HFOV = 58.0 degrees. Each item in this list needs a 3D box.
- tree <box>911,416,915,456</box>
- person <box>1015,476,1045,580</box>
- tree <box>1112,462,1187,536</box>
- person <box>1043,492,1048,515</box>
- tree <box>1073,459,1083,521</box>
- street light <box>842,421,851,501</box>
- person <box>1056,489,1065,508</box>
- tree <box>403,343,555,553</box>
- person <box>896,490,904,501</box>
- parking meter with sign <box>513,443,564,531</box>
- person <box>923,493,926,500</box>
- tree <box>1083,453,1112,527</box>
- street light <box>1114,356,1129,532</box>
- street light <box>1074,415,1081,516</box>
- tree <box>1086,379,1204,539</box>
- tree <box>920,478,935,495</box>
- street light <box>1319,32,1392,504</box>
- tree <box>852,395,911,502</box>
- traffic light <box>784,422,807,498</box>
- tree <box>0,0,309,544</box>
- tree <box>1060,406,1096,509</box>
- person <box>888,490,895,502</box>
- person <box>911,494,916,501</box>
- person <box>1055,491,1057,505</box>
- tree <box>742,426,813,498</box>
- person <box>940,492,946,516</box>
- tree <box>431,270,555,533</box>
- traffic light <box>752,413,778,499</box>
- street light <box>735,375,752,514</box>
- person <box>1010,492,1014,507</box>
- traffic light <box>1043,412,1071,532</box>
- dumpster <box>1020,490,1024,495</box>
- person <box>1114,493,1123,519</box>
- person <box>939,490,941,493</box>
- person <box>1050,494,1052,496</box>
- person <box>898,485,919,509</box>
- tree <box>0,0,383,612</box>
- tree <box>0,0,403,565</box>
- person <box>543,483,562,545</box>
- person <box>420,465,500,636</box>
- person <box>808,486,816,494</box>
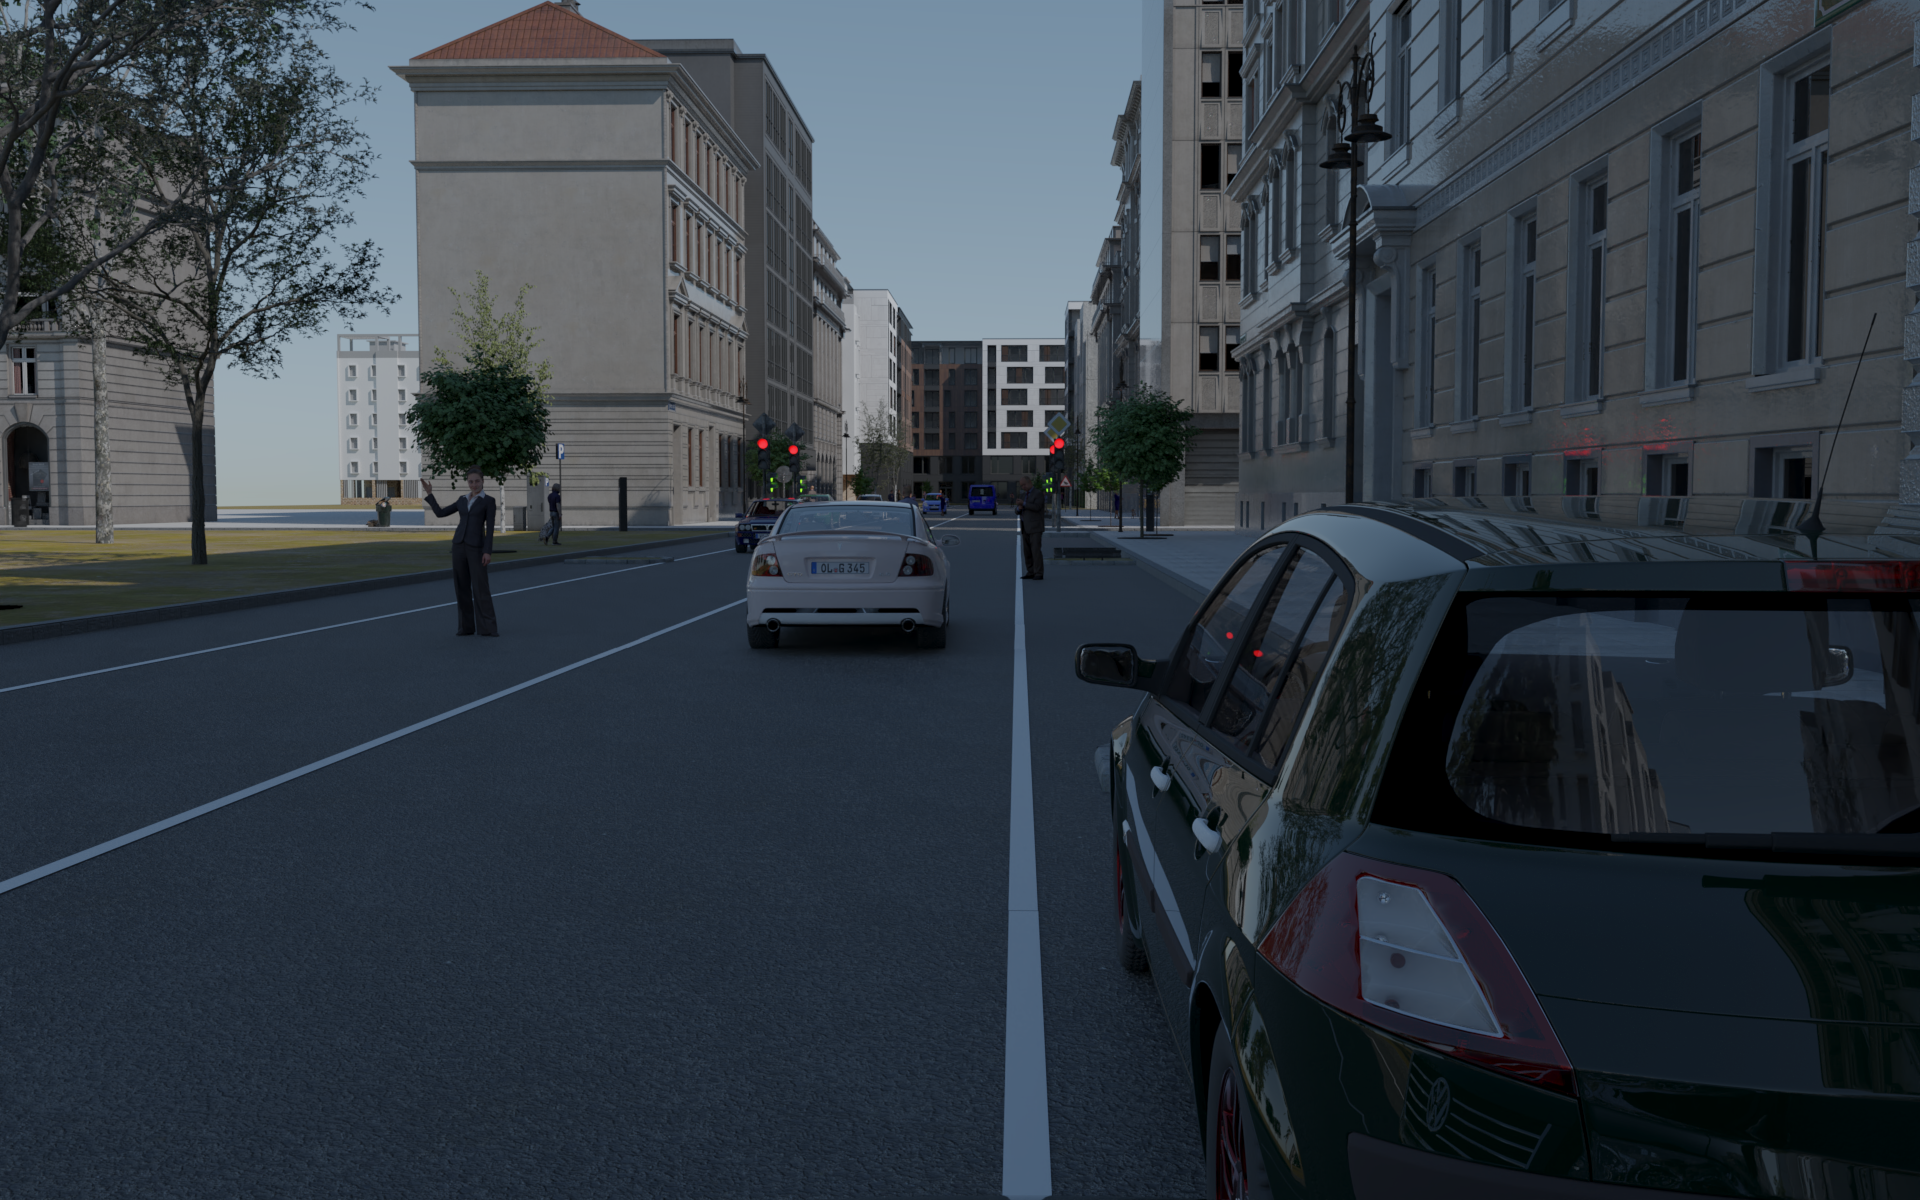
[{"bbox_3d":[-5.696,-12.220,150.151,4.360,8.622,3.978,0,3,0],"label":"tree"},{"bbox_3d":[1.156,-1.214,29.040,0.565,1.739,0.600,2,4,24],"label":"person"},{"bbox_3d":[5.914,-3.578,53.108,1.663,3.219,1.824,0,3,0],"label":"tree"},{"bbox_3d":[5.338,-6.037,109.267,0.319,1.574,0.516,-2,4,-34],"label":"person"},{"bbox_3d":[6.143,-5.346,82.016,1.663,3.219,1.824,0,3,0],"label":"tree"},{"bbox_3d":[-7.049,-8.239,107.500,0.468,5.910,1.993,0,4,2],"label":"street light"},{"bbox_3d":[9.176,-9.185,156.908,1.217,1.739,0.721,1,4,9],"label":"person"},{"bbox_3d":[-10.489,-3.318,37.956,4.285,4.588,4.351,0,3,0],"label":"tree"},{"bbox_3d":[-6.196,-10.427,177.236,0.721,1.735,1.217,-3,5,-45],"label":"person"},{"bbox_3d":[-14.573,-3.886,59.796,1.738,3.016,0.543,1,4,10],"label":"parking meter with sign"},{"bbox_3d":[-4.415,-12.856,217.161,0.530,1.710,0.541,-3,5,-43],"label":"person"},{"bbox_3d":[5.854,-4.452,67.387,1.663,3.219,1.824,0,3,0],"label":"tree"},{"bbox_3d":[5.406,-5.219,58.123,0.468,5.910,1.993,0,4,2],"label":"street light"},{"bbox_3d":[6.868,-7.860,101.290,0.468,5.910,1.993,0,4,2],"label":"street light"},{"bbox_3d":[5.312,-4.034,49.676,4.285,4.588,4.351,0,3,0],"label":"tree"},{"bbox_3d":[-3.856,-13.114,209.017,1.663,3.219,1.824,0,3,0],"label":"tree"},{"bbox_3d":[4.070,-2.765,17.994,0.468,5.910,1.993,0,4,2],"label":"street light"},{"bbox_3d":[-6.324,-10.980,129.884,4.360,8.622,3.978,0,3,0],"label":"tree"},{"bbox_3d":[-6.365,-4.747,66.856,0.839,4.213,0.868,0,4,2],"label":"traffic light"},{"bbox_3d":[-23.698,-11.530,44.405,12.611,20.169,13.585,0,3,0],"label":"tree"},{"bbox_3d":[9.452,-11.915,145.169,4.360,8.622,3.978,0,3,0],"label":"tree"},{"bbox_3d":[-4.547,-6.441,114.731,0.541,1.710,0.530,-2,4,-30],"label":"person"},{"bbox_3d":[-2.914,-5.696,104.866,0.421,1.427,0.697,2,4,32],"label":"person"},{"bbox_3d":[11.346,-12.114,204.201,0.705,1.812,1.348,-1,4,-21],"label":"person"},{"bbox_3d":[-8.706,-6.043,82.518,4.285,4.588,4.351,0,3,0],"label":"tree"},{"bbox_3d":[-1.034,-6.191,112.092,0.546,1.535,0.453,2,4,30],"label":"person"},{"bbox_3d":[-15.031,-6.496,56.570,4.737,8.622,4.395,0,3,0],"label":"tree"},{"bbox_3d":[-6.633,-4.259,58.876,0.839,4.213,0.868,0,4,2],"label":"traffic light"},{"bbox_3d":[-8.423,-5.795,67.535,0.468,5.910,1.993,0,4,2],"label":"street light"},{"bbox_3d":[5.536,-10.721,185.253,0.593,1.643,0.415,2,4,31],"label":"person"},{"bbox_3d":[3.323,-4.239,58.558,0.839,4.213,0.868,0,4,2],"label":"traffic light"},{"bbox_3d":[7.760,-11.685,199.267,1.865,1.857,1.264,0,4,2],"label":"dumpster"},{"bbox_3d":[8.096,-4.871,88.061,0.546,1.535,0.453,1,4,19],"label":"person"},{"bbox_3d":[-1.857,-9.622,165.757,0.705,1.831,1.348,3,5,39],"label":"person"},{"bbox_3d":[11.211,-12.235,206.803,1.217,1.735,0.721,-2,4,-31],"label":"person"},{"bbox_3d":[-0.875,-1.063,27.951,0.516,1.574,0.319,-1,4,-21],"label":"person"},{"bbox_3d":[-10.941,-6.635,18.858,12.009,13.543,11.850,0,3,0],"label":"tree"},{"bbox_3d":[-13.956,-5.905,30.967,8.767,10.594,7.601,0,4,7],"label":"tree"},{"bbox_3d":[-10.177,-2.141,43.261,0.471,1.553,0.569,-1,4,-11],"label":"person"},{"bbox_3d":[-5.034,-0.497,17.425,0.742,1.727,0.445,-1,4,-17],"label":"person"},{"bbox_3d":[-8.743,-5.816,101.695,0.990,1.755,0.434,-3,5,-44],"label":"person"}]
